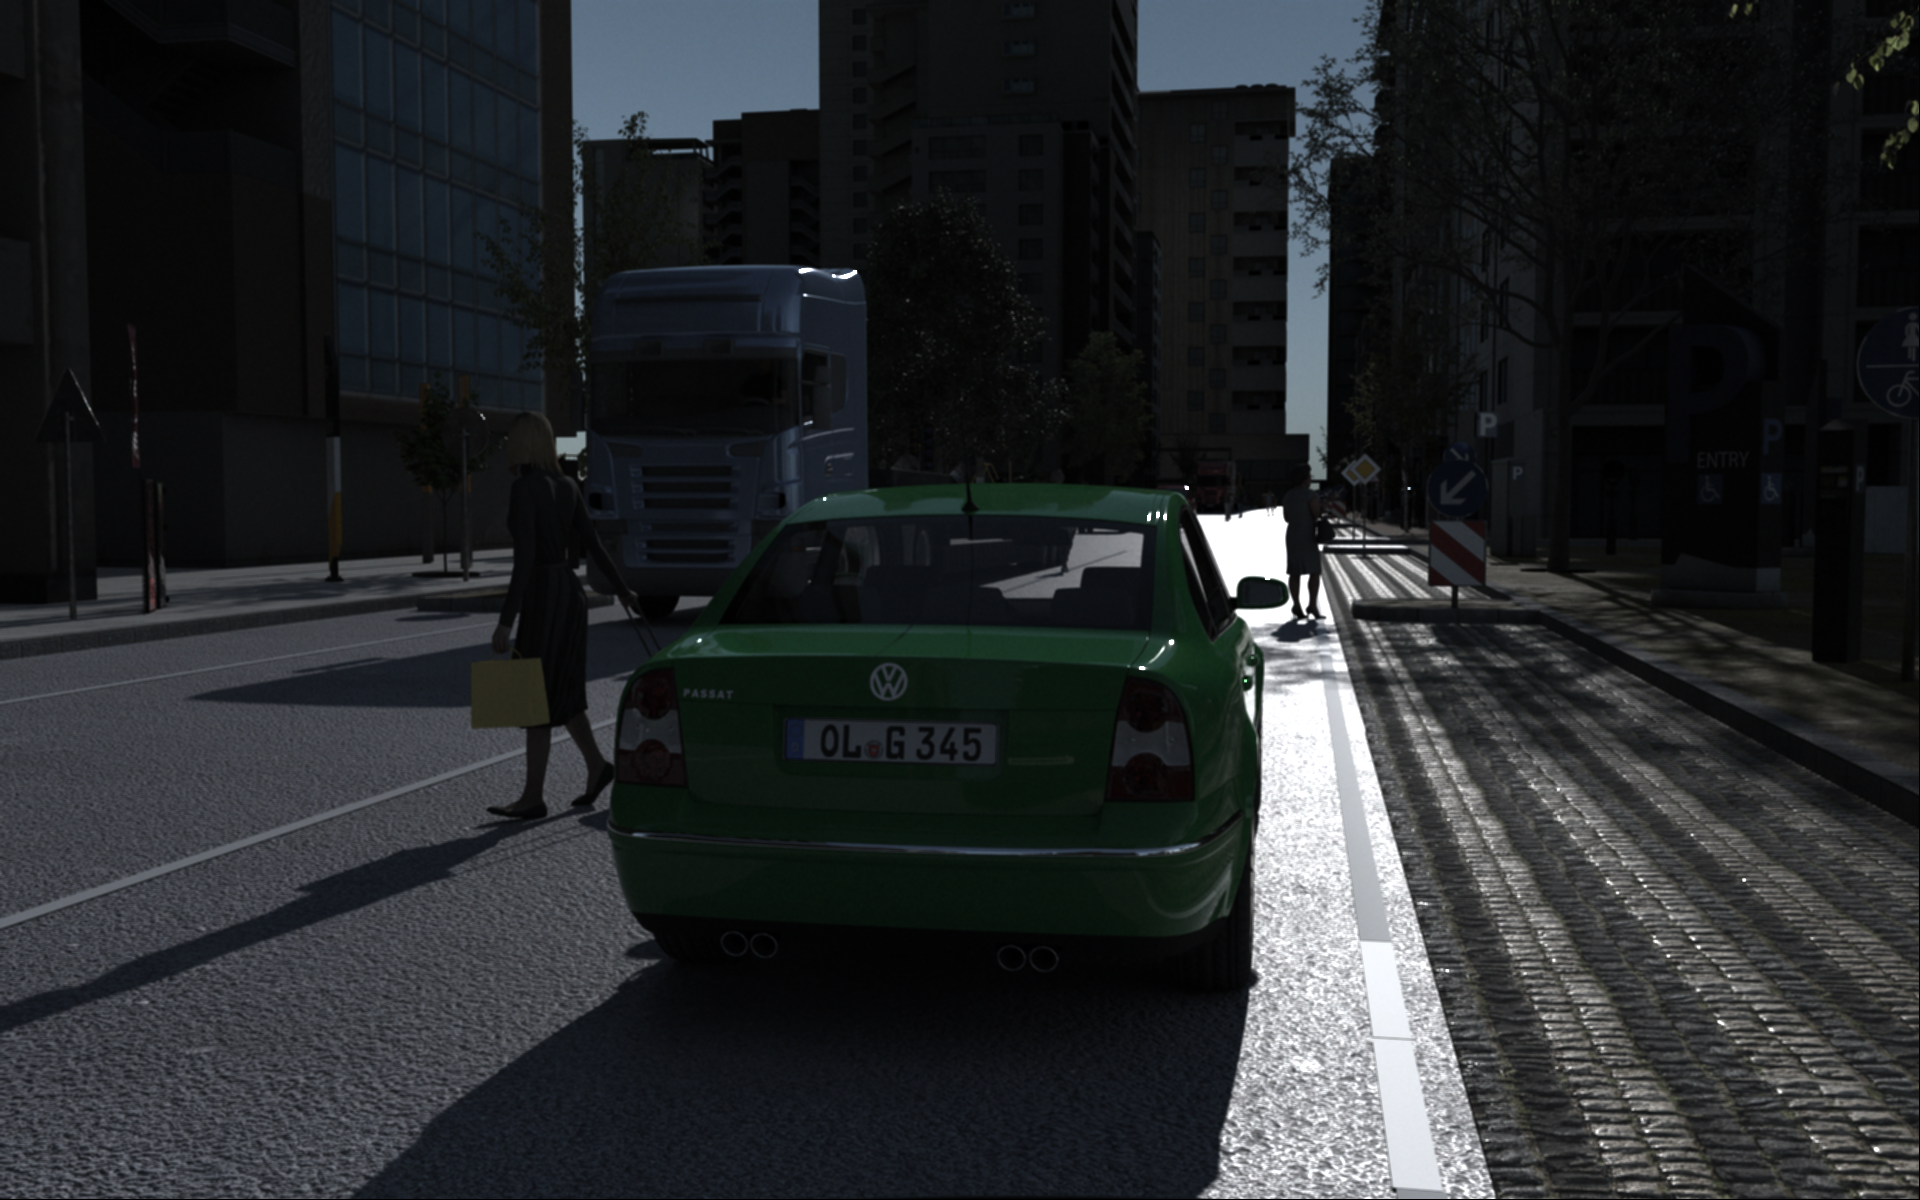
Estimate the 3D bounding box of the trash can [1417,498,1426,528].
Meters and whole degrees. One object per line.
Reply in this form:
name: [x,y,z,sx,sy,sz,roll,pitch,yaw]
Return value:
trash can: [17.750,-3.320,65.933,0.748,1.137,0.748,0,3,0]

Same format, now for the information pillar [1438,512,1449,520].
information pillar: [14.240,-2.844,50.990,0.304,2.012,0.304,1,4,20]

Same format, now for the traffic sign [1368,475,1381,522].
traffic sign: [19.154,-4.927,80.565,0.884,2.594,0.081,1,4,17]

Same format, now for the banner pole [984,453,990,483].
banner pole: [1.558,-7.092,105.966,0.863,3.779,0.401,-2,4,-30]

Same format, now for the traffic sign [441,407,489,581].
traffic sign: [-7.264,-1.547,25.394,0.768,2.556,0.104,1,4,15]

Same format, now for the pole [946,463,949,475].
pole: [-0.807,-7.413,115.044,0.158,3.312,0.155,0,3,0]

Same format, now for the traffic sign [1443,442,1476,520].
traffic sign: [12.132,-2.569,42.108,0.768,2.556,0.104,1,4,13]

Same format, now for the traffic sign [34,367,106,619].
traffic sign: [-9.129,-1.086,17.753,0.884,2.594,0.081,1,4,16]

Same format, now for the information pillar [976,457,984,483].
information pillar: [0.972,-5.744,85.268,0.183,3.616,0.504,3,5,43]

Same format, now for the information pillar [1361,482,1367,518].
information pillar: [21.832,-5.448,93.574,0.304,2.012,0.304,1,4,9]

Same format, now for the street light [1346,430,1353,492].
street light: [27.648,-9.186,122.984,0.468,5.910,1.993,1,4,11]

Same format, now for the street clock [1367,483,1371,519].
street clock: [20.773,-5.092,87.829,0.358,2.002,0.471,1,4,11]

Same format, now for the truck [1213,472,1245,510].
truck: [23.780,-9.696,154.450,3.469,3.379,9.791,1,4,11]

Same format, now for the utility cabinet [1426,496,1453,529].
utility cabinet: [17.695,-3.219,63.788,1.020,1.237,0.306,0,4,-2]

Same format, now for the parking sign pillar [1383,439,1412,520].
parking sign pillar: [21.495,-5.899,84.924,1.447,3.967,1.447,-2,4,-27]

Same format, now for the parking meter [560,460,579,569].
parking meter: [-6.717,-1.470,29.739,0.255,1.863,0.399,-2,4,-29]

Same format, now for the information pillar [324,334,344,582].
information pillar: [-9.155,-2.076,25.297,0.183,3.616,0.504,-2,4,-33]

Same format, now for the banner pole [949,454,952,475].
banner pole: [-0.517,-6.429,95.123,0.401,3.779,0.863,1,4,11]

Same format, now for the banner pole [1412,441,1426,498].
banner pole: [21.711,-5.605,81.666,0.863,3.779,0.401,-1,4,-14]

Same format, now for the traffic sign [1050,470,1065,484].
traffic sign: [5.130,-5.583,91.392,0.768,2.556,0.104,1,4,15]

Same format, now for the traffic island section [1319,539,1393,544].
traffic island section: [11.425,-1.706,50.178,2.009,0.180,2.903,1,4,11]

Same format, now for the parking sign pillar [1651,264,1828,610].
parking sign pillar: [8.723,-1.916,19.800,1.447,3.967,1.447,-2,4,-28]

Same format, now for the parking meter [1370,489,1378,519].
parking meter: [21.164,-4.905,88.604,0.372,1.533,0.369,0,3,0]

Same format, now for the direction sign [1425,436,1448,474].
direction sign: [18.717,-4.652,68.054,0.876,3.537,0.379,0,4,1]

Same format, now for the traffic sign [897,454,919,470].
traffic sign: [-1.680,-3.360,55.050,0.768,2.556,0.104,1,4,11]

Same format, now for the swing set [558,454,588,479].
swing set: [-15.283,-4.408,69.692,2.862,2.851,3.119,1,4,16]

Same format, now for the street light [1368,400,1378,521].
street light: [19.984,-6.787,83.752,0.468,5.910,1.993,1,4,11]

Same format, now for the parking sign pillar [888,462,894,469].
parking sign pillar: [-4.181,-7.233,106.726,1.447,3.967,1.447,-1,4,-17]

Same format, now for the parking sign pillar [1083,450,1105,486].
parking sign pillar: [8.222,-7.219,106.503,1.447,3.967,1.447,0,4,-5]

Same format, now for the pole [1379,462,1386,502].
pole: [24.140,-6.403,98.539,0.158,3.312,0.155,0,3,0]

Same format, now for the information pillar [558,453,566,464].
information pillar: [-22.512,-6.520,97.963,0.504,3.616,0.183,1,4,8]

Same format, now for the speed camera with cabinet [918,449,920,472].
speed camera with cabinet: [-1.757,-5.065,77.152,0.660,3.252,2.038,1,4,18]

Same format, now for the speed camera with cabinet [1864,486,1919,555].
speed camera with cabinet: [19.427,-2.612,37.038,0.660,3.252,2.038,-3,4,-38]

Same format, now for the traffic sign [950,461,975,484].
traffic sign: [0.072,-2.978,52.325,0.795,2.450,0.064,1,4,11]

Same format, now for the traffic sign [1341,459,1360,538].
traffic sign: [11.400,-2.842,50.106,0.795,2.450,0.064,1,4,11]

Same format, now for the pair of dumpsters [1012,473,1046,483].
pair of dumpsters: [3.157,-4.687,79.134,1.574,2.255,4.437,1,4,11]

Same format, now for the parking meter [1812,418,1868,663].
parking meter: [6.738,-0.462,13.266,0.255,1.863,0.399,3,5,45]

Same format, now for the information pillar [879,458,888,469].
information pillar: [-3.230,-4.986,72.874,0.183,3.616,0.504,-3,5,-44]

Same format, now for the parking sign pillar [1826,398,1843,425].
parking sign pillar: [17.600,-2.869,35.387,1.447,3.967,1.447,1,4,16]

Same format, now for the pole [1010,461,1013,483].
pole: [3.173,-6.950,107.471,0.158,3.312,0.155,0,3,0]

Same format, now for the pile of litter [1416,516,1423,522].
pile of litter: [21.430,-4.005,79.452,1.176,0.858,1.719,3,5,40]

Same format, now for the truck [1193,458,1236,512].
truck: [20.457,-9.148,138.475,2.839,4.237,11.283,1,4,13]

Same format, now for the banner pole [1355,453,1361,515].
banner pole: [24.532,-7.117,106.383,0.401,3.779,0.863,-1,4,-16]

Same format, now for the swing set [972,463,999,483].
swing set: [1.354,-5.516,87.808,2.862,2.851,3.119,0,4,8]

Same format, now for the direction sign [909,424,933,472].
direction sign: [-1.253,-3.920,56.086,0.876,3.537,0.379,2,4,30]

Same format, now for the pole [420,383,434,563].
pole: [-9.869,-2.336,32.044,0.158,3.312,0.155,0,3,0]

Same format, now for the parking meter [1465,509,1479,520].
parking meter: [15.976,-2.960,54.101,0.399,1.863,0.255,3,4,37]

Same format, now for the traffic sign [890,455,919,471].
traffic sign: [-1.455,-2.498,44.487,0.795,2.450,0.064,1,4,11]

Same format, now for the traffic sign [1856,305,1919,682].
traffic sign: [6.497,-0.715,11.795,0.768,2.556,0.104,1,4,19]

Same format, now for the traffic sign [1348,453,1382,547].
traffic sign: [9.873,-2.362,42.268,0.795,2.450,0.064,1,4,11]

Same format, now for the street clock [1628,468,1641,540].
street clock: [18.713,-2.662,48.098,0.358,2.002,0.471,1,4,9]

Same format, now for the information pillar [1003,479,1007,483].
information pillar: [2.115,-4.952,85.458,0.304,2.012,0.304,2,4,31]

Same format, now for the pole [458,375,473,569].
pole: [-8.505,-2.197,29.760,0.158,3.312,0.155,0,3,0]

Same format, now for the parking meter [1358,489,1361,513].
parking meter: [27.214,-6.850,117.713,0.255,1.863,0.399,1,4,15]

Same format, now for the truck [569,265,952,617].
truck: [-0.979,-2.254,26.613,2.967,4.110,18.799,1,4,13]

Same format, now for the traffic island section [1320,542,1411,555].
traffic island section: [9.898,-1.227,42.340,2.009,0.180,2.903,1,4,11]

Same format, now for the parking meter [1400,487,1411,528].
parking meter: [16.690,-3.451,64.841,0.372,1.533,0.369,0,3,0]

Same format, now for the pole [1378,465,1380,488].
pole: [29.122,-7.735,120.312,0.158,3.312,0.155,0,3,0]

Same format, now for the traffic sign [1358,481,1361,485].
traffic sign: [23.581,-6.176,100.983,0.884,2.594,0.081,1,4,15]

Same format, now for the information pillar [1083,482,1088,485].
information pillar: [7.497,-6.075,103.825,0.304,2.012,0.304,0,4,5]
